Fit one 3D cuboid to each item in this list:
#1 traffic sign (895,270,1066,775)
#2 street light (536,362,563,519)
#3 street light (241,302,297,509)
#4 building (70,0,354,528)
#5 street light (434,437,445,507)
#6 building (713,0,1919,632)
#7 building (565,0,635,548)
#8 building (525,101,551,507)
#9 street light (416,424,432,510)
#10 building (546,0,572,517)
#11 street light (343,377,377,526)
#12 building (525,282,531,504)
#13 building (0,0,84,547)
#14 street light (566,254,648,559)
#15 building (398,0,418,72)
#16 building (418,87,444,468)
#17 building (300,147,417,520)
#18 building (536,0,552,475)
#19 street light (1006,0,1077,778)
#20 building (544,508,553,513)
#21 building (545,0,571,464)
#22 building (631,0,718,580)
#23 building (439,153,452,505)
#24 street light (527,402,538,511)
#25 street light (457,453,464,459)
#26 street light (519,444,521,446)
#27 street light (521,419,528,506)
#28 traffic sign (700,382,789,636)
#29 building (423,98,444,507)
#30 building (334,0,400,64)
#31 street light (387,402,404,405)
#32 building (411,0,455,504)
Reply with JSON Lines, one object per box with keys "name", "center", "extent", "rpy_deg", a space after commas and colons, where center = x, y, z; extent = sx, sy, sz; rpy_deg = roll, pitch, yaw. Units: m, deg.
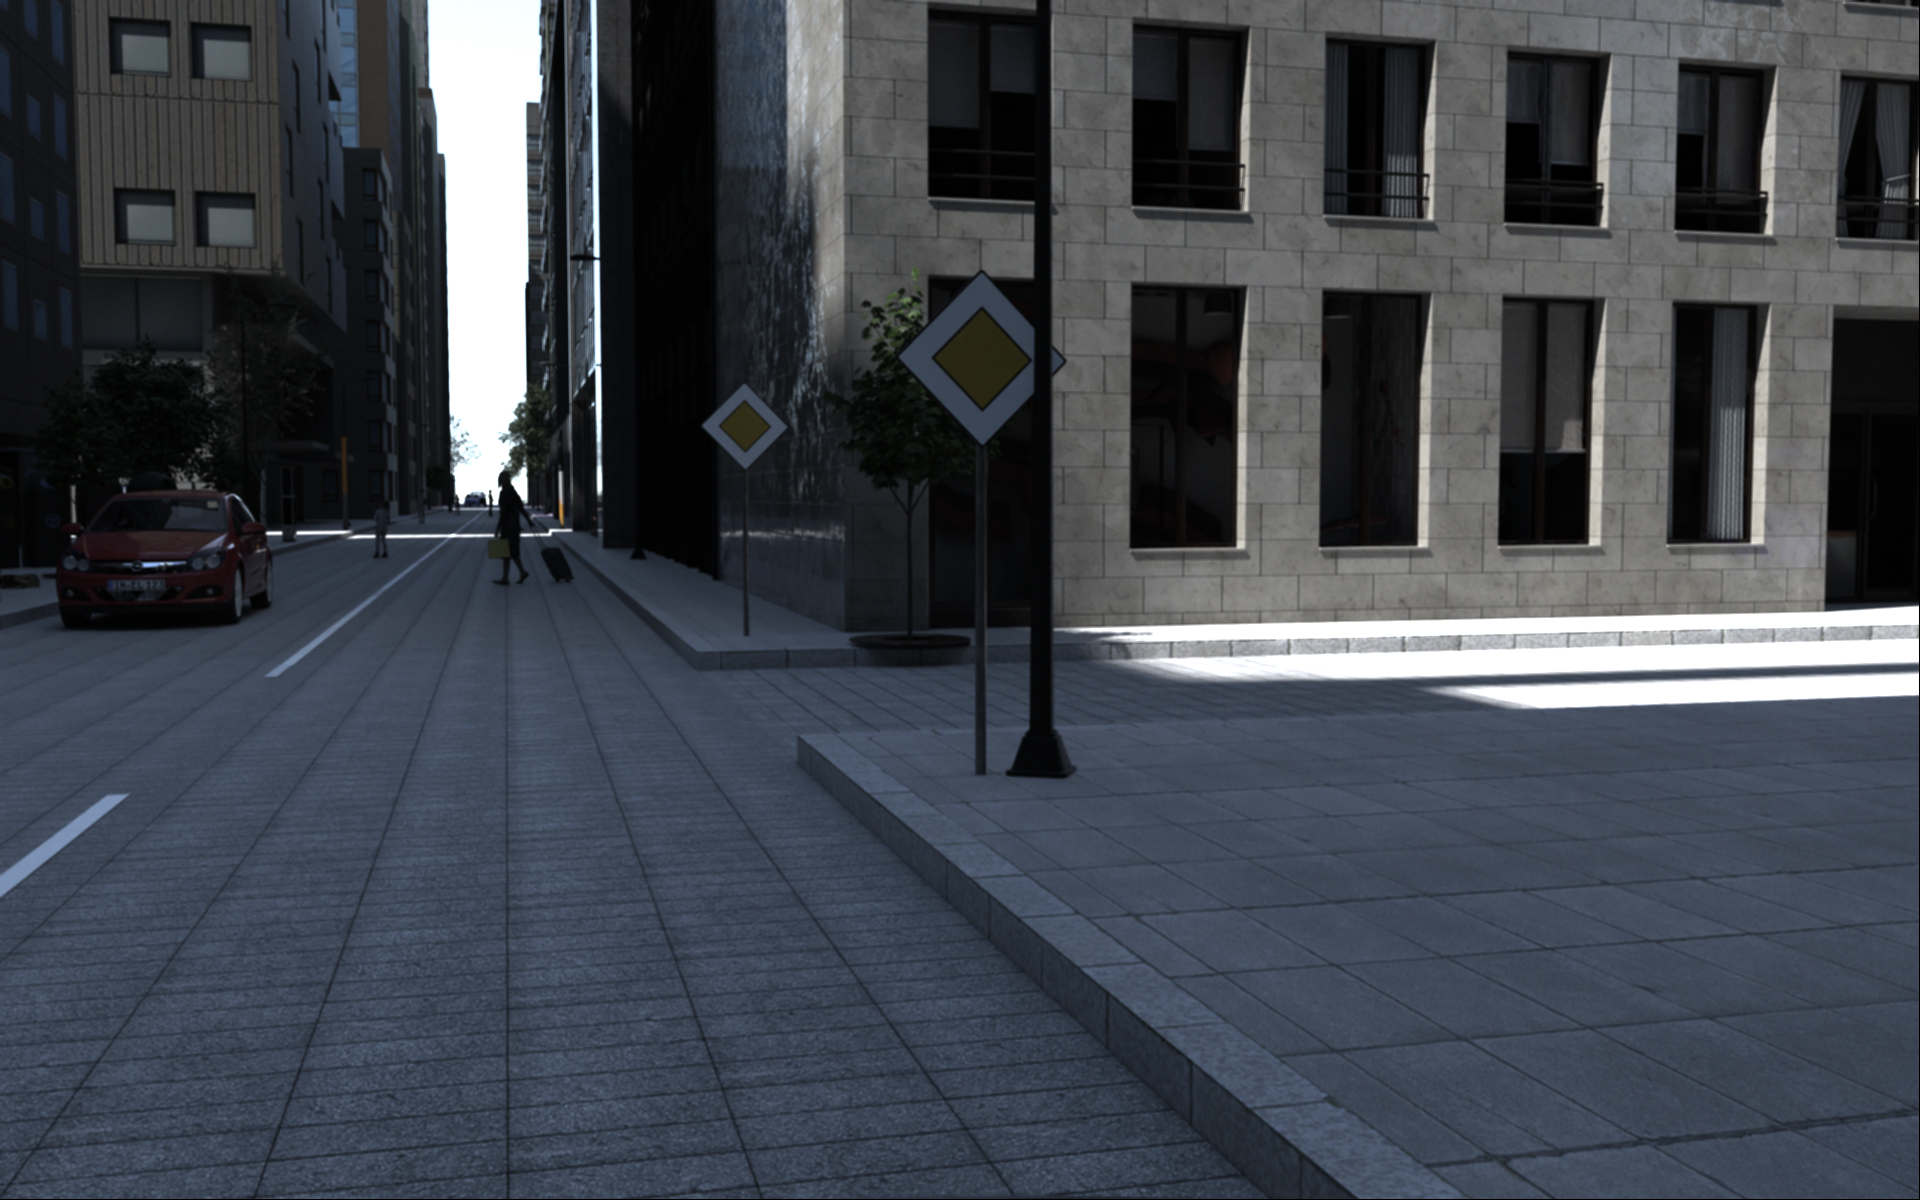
{"name": "traffic sign", "center": [0.091, -0.258, 7.863], "extent": [0.795, 2.450, 0.064], "rpy_deg": [-1, 4, -15]}
{"name": "street light", "center": [-14.086, -5.423, 61.211], "extent": [1.470, 5.913, 1.316], "rpy_deg": [-1, 4, -15]}
{"name": "street light", "center": [-16.760, -4.248, 41.997], "extent": [1.470, 5.913, 1.316], "rpy_deg": [-1, 4, -15]}
{"name": "building", "center": [-38.587, -29.113, 65.241], "extent": [28.713, 52.752, 27.495], "rpy_deg": [-1, 4, -15]}
{"name": "street light", "center": [-42.887, -10.342, 141.638], "extent": [1.470, 5.913, 1.316], "rpy_deg": [-1, 4, -15]}
{"name": "building", "center": [5.755, -10.265, 22.582], "extent": [16.860, 20.320, 10.420], "rpy_deg": [-1, 4, -15]}
{"name": "building", "center": [-5.124, -14.261, 51.190], "extent": [12.078, 24.808, 19.932], "rpy_deg": [-1, 4, -15]}
{"name": "building", "center": [-38.981, -30.689, 185.352], "extent": [14.154, 41.232, 14.086], "rpy_deg": [-1, 4, -15]}
{"name": "street light", "center": [-35.936, -8.700, 114.786], "extent": [1.470, 5.913, 1.316], "rpy_deg": [-1, 4, -15]}
{"name": "building", "center": [-17.592, -20.344, 104.323], "extent": [14.160, 30.474, 14.107], "rpy_deg": [-1, 4, -15]}
{"name": "street light", "center": [-23.870, -5.891, 68.860], "extent": [1.470, 5.913, 1.316], "rpy_deg": [-1, 4, -15]}
{"name": "building", "center": [-52.188, -28.462, 237.062], "extent": [14.160, 30.474, 14.107], "rpy_deg": [-1, 4, -15]}
{"name": "building", "center": [-29.117, -23.735, 38.178], "extent": [14.600, 45.320, 14.200], "rpy_deg": [-1, 4, -15]}
{"name": "street light", "center": [-6.862, -3.748, 33.820], "extent": [1.470, 5.913, 1.316], "rpy_deg": [-1, 4, -15]}
{"name": "building", "center": [-53.303, -28.334, 146.861], "extent": [14.154, 41.232, 14.086], "rpy_deg": [-1, 4, -15]}
{"name": "building", "center": [-63.178, -32.769, 185.887], "extent": [14.600, 45.320, 14.200], "rpy_deg": [-1, 4, -15]}
{"name": "building", "center": [-45.950, -15.439, 97.463], "extent": [27.650, 21.520, 28.899], "rpy_deg": [-1, 4, -15]}
{"name": "building", "center": [-24.595, -32.420, 149.670], "extent": [23.786, 49.044, 30.456], "rpy_deg": [-1, 4, -15]}
{"name": "street light", "center": [-0.149, -2.148, 7.665], "extent": [1.470, 5.913, 1.316], "rpy_deg": [-1, 4, -15]}
{"name": "building", "center": [-13.548, -26.474, 124.736], "extent": [32.217, 40.220, 23.993], "rpy_deg": [-1, 4, -15]}
{"name": "building", "center": [-10.360, -15.691, 75.615], "extent": [14.314, 24.678, 30.058], "rpy_deg": [-1, 4, -15]}
{"name": "building", "center": [0.299, -12.509, 34.199], "extent": [12.332, 23.373, 15.834], "rpy_deg": [-1, 4, -15]}
{"name": "building", "center": [-66.590, -31.596, 200.182], "extent": [14.154, 41.232, 14.086], "rpy_deg": [-1, 4, -15]}
{"name": "street light", "center": [-21.094, -7.065, 88.049], "extent": [1.470, 5.913, 1.316], "rpy_deg": [-1, 4, -15]}
{"name": "street light", "center": [-57.060, -13.621, 195.237], "extent": [1.470, 5.913, 1.316], "rpy_deg": [-1, 4, -15]}
{"name": "street light", "center": [-33.368, -9.909, 134.549], "extent": [1.470, 5.913, 1.316], "rpy_deg": [-1, 4, -15]}
{"name": "street light", "center": [-26.234, -8.245, 107.348], "extent": [1.470, 5.913, 1.316], "rpy_deg": [-1, 4, -15]}
{"name": "traffic sign", "center": [-1.933, -0.731, 15.588], "extent": [0.795, 2.450, 0.064], "rpy_deg": [-1, 4, -15]}
{"name": "building", "center": [-59.559, -29.883, 172.189], "extent": [14.154, 41.232, 14.086], "rpy_deg": [-1, 4, -15]}
{"name": "building", "center": [-45.949, -28.676, 118.969], "extent": [14.600, 45.320, 14.200], "rpy_deg": [-1, 4, -15]}
{"name": "street light", "center": [-28.870, -7.048, 87.780], "extent": [1.470, 5.913, 1.316], "rpy_deg": [-1, 4, -15]}
{"name": "building", "center": [-74.084, -47.520, 215.210], "extent": [20.563, 71.187, 20.611], "rpy_deg": [-1, 4, -15]}
